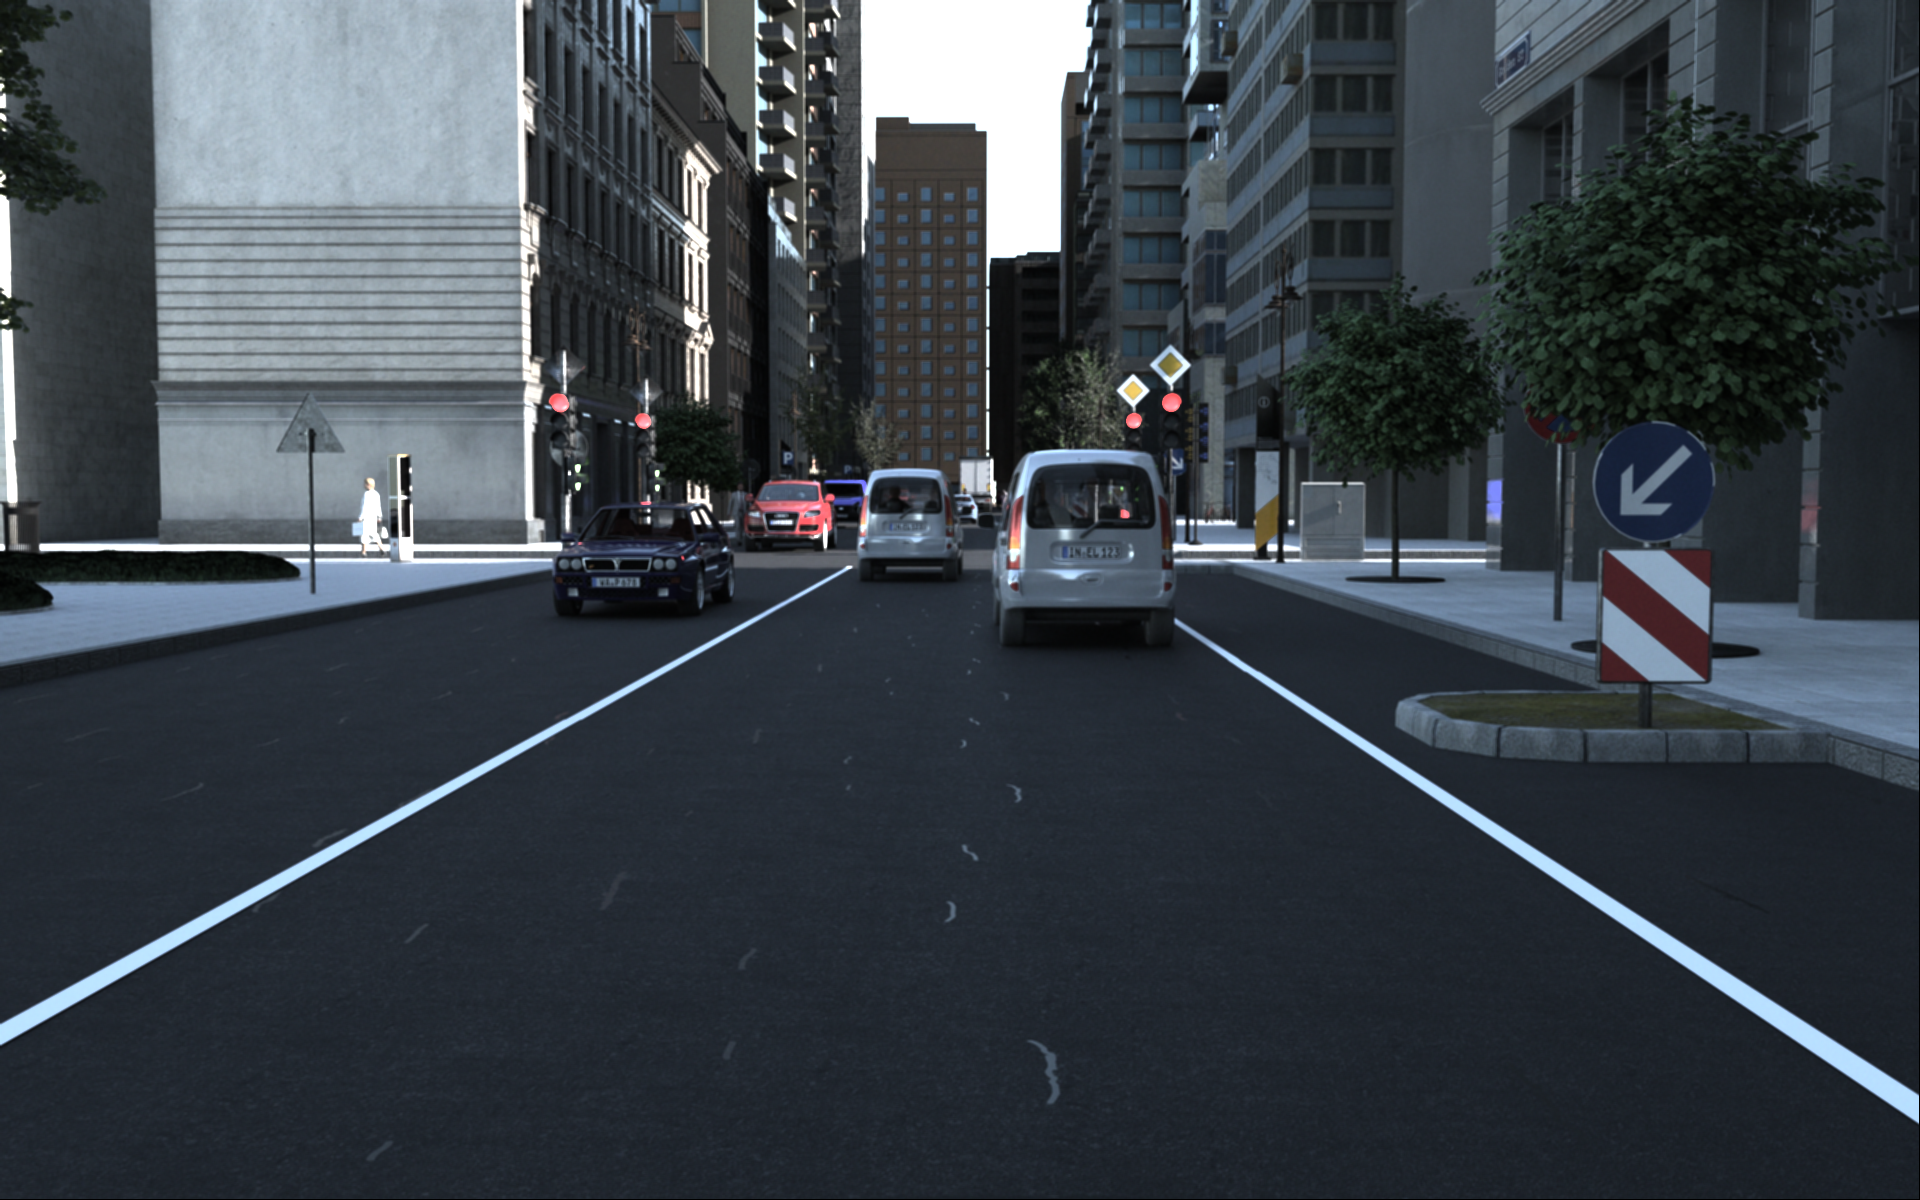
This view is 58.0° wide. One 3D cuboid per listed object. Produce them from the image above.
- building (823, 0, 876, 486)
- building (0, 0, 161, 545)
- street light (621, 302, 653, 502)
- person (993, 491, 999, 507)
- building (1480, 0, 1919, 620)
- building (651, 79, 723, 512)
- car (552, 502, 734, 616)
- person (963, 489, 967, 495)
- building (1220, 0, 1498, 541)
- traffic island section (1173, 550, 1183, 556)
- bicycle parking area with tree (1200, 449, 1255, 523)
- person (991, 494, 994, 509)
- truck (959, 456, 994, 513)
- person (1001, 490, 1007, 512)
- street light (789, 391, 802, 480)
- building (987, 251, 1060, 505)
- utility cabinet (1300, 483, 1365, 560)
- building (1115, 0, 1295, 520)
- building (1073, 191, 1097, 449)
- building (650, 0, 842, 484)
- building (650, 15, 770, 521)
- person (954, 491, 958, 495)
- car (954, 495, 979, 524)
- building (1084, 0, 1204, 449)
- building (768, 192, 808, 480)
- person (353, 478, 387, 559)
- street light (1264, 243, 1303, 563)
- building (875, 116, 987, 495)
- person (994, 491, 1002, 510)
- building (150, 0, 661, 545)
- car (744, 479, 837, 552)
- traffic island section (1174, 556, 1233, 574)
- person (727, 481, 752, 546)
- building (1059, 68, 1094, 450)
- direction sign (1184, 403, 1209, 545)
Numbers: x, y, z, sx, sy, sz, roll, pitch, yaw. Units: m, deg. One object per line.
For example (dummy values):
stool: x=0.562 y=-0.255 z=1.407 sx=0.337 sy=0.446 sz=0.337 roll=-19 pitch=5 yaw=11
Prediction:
building: x=-19.495 y=-45.218 z=177.564 sx=20.611 sy=71.187 sz=20.563 roll=0 pitch=4 yaw=1
building: x=-32.364 y=-11.850 z=48.499 sx=16.860 sy=20.320 sz=10.420 roll=0 pitch=4 yaw=1
street light: x=-7.749 y=-4.216 z=41.726 sx=0.468 sy=5.910 sz=1.993 roll=0 pitch=4 yaw=1
person: x=4.127 y=-11.083 z=189.650 sx=0.705 sy=1.831 sz=1.348 roll=-2 pitch=4 yaw=-33
building: x=14.210 y=-14.468 z=14.045 sx=11.434 sy=29.767 sz=29.804 roll=0 pitch=4 yaw=1
building: x=-16.338 y=-12.614 z=70.870 sx=10.561 sy=19.102 sz=19.286 roll=0 pitch=4 yaw=1
car: x=-3.896 y=-0.556 z=21.664 sx=1.945 sy=1.354 sz=3.894 roll=0 pitch=4 yaw=1
person: x=0.312 y=-7.182 z=125.893 sx=0.705 sy=1.831 sz=1.348 roll=-2 pitch=4 yaw=-28
building: x=21.426 y=-22.169 z=54.350 sx=23.993 sy=40.220 sz=32.217 roll=0 pitch=4 yaw=1
traffic island section: x=4.058 y=-1.123 z=40.640 sx=2.009 sy=0.180 sz=2.903 roll=0 pitch=4 yaw=1
bicycle parking area with tree: x=14.981 y=-5.551 z=77.765 sx=8.231 sy=4.147 sz=9.016 roll=2 pitch=4 yaw=28
person: x=2.912 y=-9.134 z=161.056 sx=0.599 sy=1.433 sz=0.991 roll=0 pitch=4 yaw=-4
truck: x=1.248 y=-8.852 z=133.649 sx=2.839 sy=4.237 sz=11.283 roll=0 pitch=4 yaw=1
person: x=3.256 y=-7.225 z=127.293 sx=0.551 sy=1.740 sz=0.621 roll=2 pitch=4 yaw=32
street light: x=-7.280 y=-6.346 z=76.544 sx=0.468 sy=5.910 sz=1.993 roll=0 pitch=4 yaw=1
building: x=10.324 y=-26.746 z=208.990 sx=14.107 sy=30.474 sz=14.160 roll=0 pitch=4 yaw=1
utility cabinet: x=7.126 y=-1.496 z=33.142 sx=1.173 sy=1.500 sz=0.318 roll=0 pitch=4 yaw=4
building: x=21.359 y=-48.043 z=98.170 sx=22.319 sy=86.520 sz=31.000 roll=0 pitch=4 yaw=1
building: x=17.825 y=-24.178 z=167.017 sx=14.160 sy=30.474 sz=14.107 roll=0 pitch=4 yaw=1
building: x=-20.643 y=-29.109 z=130.562 sx=22.147 sy=44.769 sz=28.867 roll=0 pitch=4 yaw=1
building: x=-16.895 y=-15.837 z=88.618 sx=12.332 sy=23.373 sz=15.834 roll=0 pitch=4 yaw=1
person: x=-0.422 y=-10.505 z=180.974 sx=1.217 sy=1.736 sz=0.721 roll=1 pitch=4 yaw=11
car: x=-0.053 y=-4.438 z=84.571 sx=2.014 sy=1.417 sz=4.499 roll=0 pitch=4 yaw=-1
building: x=21.892 y=-32.063 z=143.842 sx=23.786 sy=49.044 sz=30.456 roll=0 pitch=4 yaw=1
building: x=-15.374 y=-15.356 z=105.826 sx=10.420 sy=20.320 sz=16.860 roll=0 pitch=4 yaw=1
person: x=-12.919 y=-1.779 z=37.944 sx=0.624 sy=1.780 sz=0.694 roll=2 pitch=4 yaw=29
street light: x=5.979 y=-3.631 z=32.152 sx=0.468 sy=5.910 sz=1.993 roll=0 pitch=4 yaw=1
building: x=-3.830 y=-34.161 z=208.636 sx=14.200 sy=45.320 sz=14.600 roll=0 pitch=4 yaw=1
person: x=3.672 y=-9.094 z=157.863 sx=1.217 sy=1.739 sz=0.721 roll=-2 pitch=4 yaw=-25
building: x=-15.484 y=-12.410 z=52.058 sx=9.793 sy=20.994 sz=18.267 roll=0 pitch=4 yaw=1
car: x=-4.337 y=-2.213 z=44.858 sx=2.281 sy=1.827 sz=5.304 roll=0 pitch=4 yaw=1
traffic island section: x=3.956 y=-0.635 z=32.656 sx=2.009 sy=0.180 sz=2.903 roll=0 pitch=4 yaw=1
person: x=-6.115 y=-2.412 z=48.209 sx=0.678 sy=1.792 sz=0.850 roll=-1 pitch=4 yaw=-22
building: x=17.618 y=-32.452 z=180.695 sx=14.600 sy=45.320 sz=14.200 roll=0 pitch=4 yaw=1
direction sign: x=5.914 y=-3.142 z=43.377 sx=0.379 sy=3.537 sz=0.876 roll=-3 pitch=4 yaw=-36
